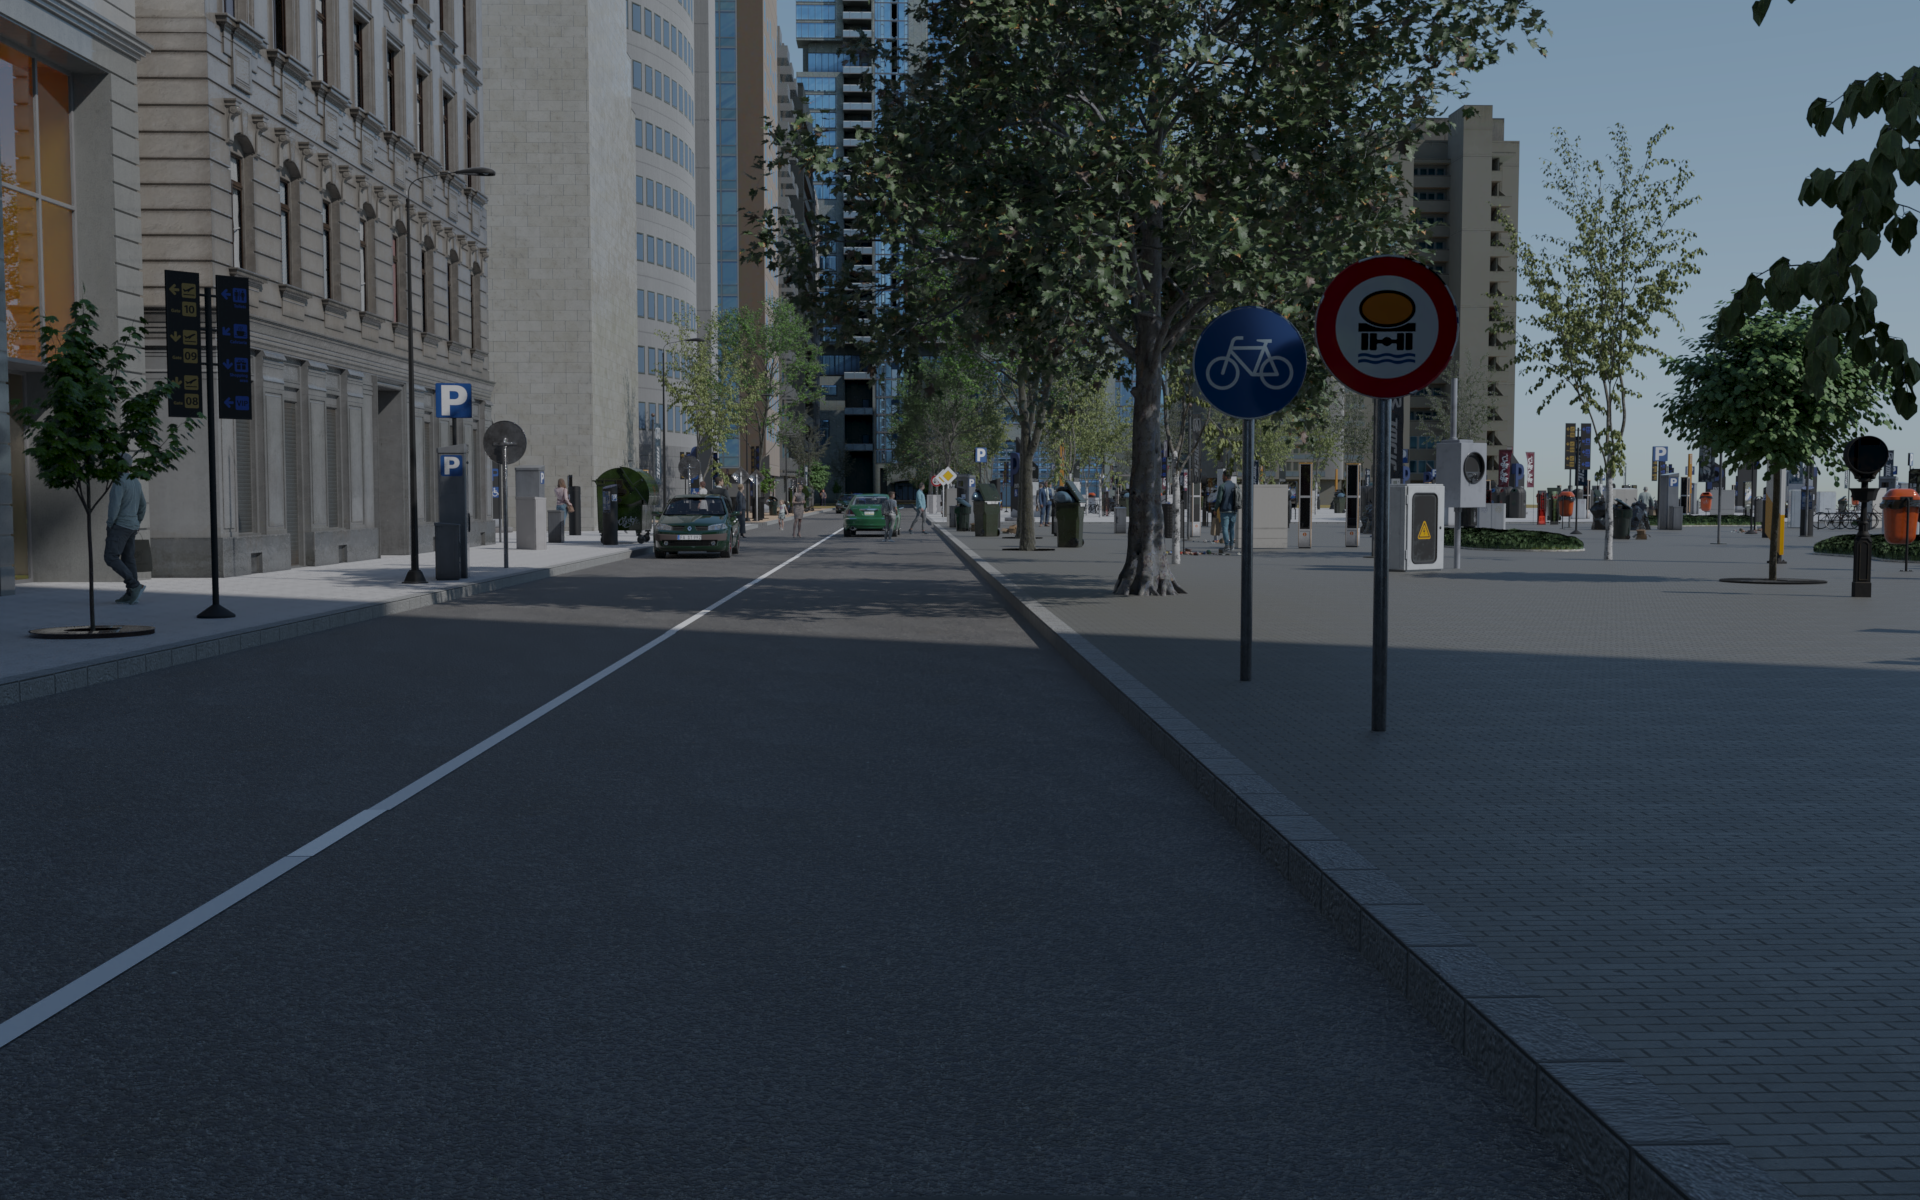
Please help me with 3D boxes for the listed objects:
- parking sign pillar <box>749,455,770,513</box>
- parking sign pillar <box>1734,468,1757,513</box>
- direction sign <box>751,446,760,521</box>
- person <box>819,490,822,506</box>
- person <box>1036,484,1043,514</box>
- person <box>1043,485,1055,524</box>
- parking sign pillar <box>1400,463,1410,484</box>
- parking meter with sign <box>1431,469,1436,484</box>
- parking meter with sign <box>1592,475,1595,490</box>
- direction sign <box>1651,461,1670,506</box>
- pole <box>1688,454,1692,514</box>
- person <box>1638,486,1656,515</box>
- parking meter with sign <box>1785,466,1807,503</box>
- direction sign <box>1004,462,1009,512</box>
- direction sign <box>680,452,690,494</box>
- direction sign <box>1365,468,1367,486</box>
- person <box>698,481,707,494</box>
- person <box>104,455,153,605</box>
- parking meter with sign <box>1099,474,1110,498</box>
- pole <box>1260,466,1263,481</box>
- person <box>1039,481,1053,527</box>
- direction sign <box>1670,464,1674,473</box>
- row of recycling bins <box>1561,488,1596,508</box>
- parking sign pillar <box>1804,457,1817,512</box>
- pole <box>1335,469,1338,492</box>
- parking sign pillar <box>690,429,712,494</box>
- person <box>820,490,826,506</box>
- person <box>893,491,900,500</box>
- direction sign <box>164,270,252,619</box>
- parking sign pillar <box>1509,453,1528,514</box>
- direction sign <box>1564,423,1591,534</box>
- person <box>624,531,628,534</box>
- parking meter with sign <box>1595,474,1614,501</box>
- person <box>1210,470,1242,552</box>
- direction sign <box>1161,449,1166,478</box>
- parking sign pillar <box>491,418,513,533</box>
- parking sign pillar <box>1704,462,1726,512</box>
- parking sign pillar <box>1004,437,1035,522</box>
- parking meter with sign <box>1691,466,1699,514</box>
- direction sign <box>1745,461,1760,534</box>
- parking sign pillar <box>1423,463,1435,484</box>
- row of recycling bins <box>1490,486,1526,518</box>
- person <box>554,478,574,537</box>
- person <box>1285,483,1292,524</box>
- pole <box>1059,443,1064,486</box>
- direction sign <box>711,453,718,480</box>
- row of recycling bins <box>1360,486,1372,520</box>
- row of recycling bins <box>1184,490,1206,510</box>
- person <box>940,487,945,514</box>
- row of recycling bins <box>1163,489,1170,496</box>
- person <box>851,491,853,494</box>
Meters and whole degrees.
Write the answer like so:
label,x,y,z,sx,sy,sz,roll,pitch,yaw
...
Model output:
label,x,y,z,sx,sy,sz,roll,pitch,yaw
parking sign pillar,-13.605,-7.908,117.769,1.447,3.967,1.447,-2,4,-34
parking sign pillar,53.831,-7.958,118.584,1.447,3.967,1.447,0,4,1
direction sign,-9.658,-5.493,81.800,0.379,3.537,0.876,-2,4,-32
person,-15.409,-11.420,193.479,0.721,1.743,1.217,-3,4,-37
person,4.355,-5.298,92.632,0.622,1.834,0.822,0,4,3
person,3.716,-4.114,73.410,0.635,1.810,0.391,-2,4,-26
parking sign pillar,30.926,-8.092,120.781,1.447,3.967,1.447,3,5,39
parking meter with sign,32.797,-7.581,120.213,0.543,3.016,1.738,2,4,28
parking meter with sign,56.764,-9.682,154.562,0.543,3.016,1.738,-1,4,-16
direction sign,42.085,-6.874,104.386,0.876,3.537,0.379,-1,4,-9
pole,36.907,-5.736,87.627,0.158,3.312,0.155,0,3,0
person,30.091,-4.093,75.900,0.782,1.767,0.515,1,4,10
parking meter with sign,47.507,-6.294,99.160,1.738,3.016,0.543,1,4,14
direction sign,3.245,-7.899,121.141,0.379,3.537,0.876,-1,4,-20
direction sign,-14.759,-6.183,93.093,0.379,3.537,0.876,2,4,28
direction sign,35.353,-9.710,150.747,0.379,3.537,0.876,0,4,6
person,-9.427,-3.452,63.047,0.524,1.755,0.480,2,4,24
person,-9.762,-0.849,20.409,0.515,1.767,0.782,0,4,-1
parking meter with sign,12.566,-9.354,149.199,0.543,3.016,1.738,-1,4,-20
pole,18.404,-6.853,105.892,0.158,3.312,0.155,0,3,0
person,3.361,-3.803,68.398,0.721,1.800,0.419,-2,4,-30
direction sign,53.348,-8.481,130.657,0.379,3.537,0.876,-1,4,-23
row of recycling bins,44.246,-7.223,125.205,3.534,1.692,1.069,-1,4,-18
parking sign pillar,60.768,-8.282,123.890,1.447,3.967,1.447,0,4,-2
pole,30.653,-9.008,141.117,0.158,3.312,0.155,0,3,0
parking sign pillar,-10.468,-4.984,69.963,1.447,3.967,1.447,1,4,14
person,-14.176,-10.578,179.531,0.617,1.759,0.750,0,4,2
person,-8.092,-12.569,214.028,1.348,1.821,0.705,-1,4,-15
direction sign,-7.730,-1.584,17.892,0.379,3.537,0.876,3,5,40
parking sign pillar,35.379,-7.438,110.077,1.447,3.967,1.447,-3,5,-44
direction sign,19.707,-3.871,55.295,0.876,3.537,0.379,-1,4,-9
person,-10.570,-3.087,56.355,0.661,1.843,0.795,2,4,31
parking meter with sign,56.549,-9.509,151.726,0.543,3.016,1.738,0,4,-8
person,5.892,-1.979,38.383,0.794,1.824,0.713,0,4,-1
direction sign,9.630,-5.649,84.361,0.876,3.537,0.379,2,4,25
parking sign pillar,-15.660,-4.232,57.673,1.447,3.967,1.447,-2,4,-30
parking sign pillar,54.106,-8.291,124.022,1.447,3.967,1.447,1,4,16
parking sign pillar,2.805,-5.661,81.029,1.447,3.967,1.447,-1,4,-21
parking meter with sign,46.213,-6.909,109.219,0.543,3.016,1.738,3,4,36
direction sign,25.422,-3.887,55.545,0.379,3.537,0.876,0,4,0
parking sign pillar,41.002,-9.948,151.121,1.447,3.967,1.447,-1,4,-23
row of recycling bins,29.210,-5.272,93.317,1.069,1.692,3.534,-1,4,-20
person,-11.892,-2.761,51.769,0.593,1.750,0.643,1,4,21
person,14.444,-4.215,76.776,0.474,1.900,0.648,-1,4,-13
pole,4.054,-4.608,69.188,0.158,3.312,0.155,0,3,0
direction sign,-13.570,-6.274,94.581,0.876,3.537,0.379,2,4,31
row of recycling bins,21.591,-5.206,92.237,1.069,1.692,3.534,2,4,35
row of recycling bins,20.218,-8.350,143.627,3.534,1.692,1.069,2,4,26
person,-0.964,-6.434,111.363,0.709,1.813,0.853,1,4,18
row of recycling bins,18.624,-9.000,154.259,1.069,1.692,3.534,0,4,3
person,-11.217,-10.393,179.210,0.721,1.735,1.217,3,5,42
